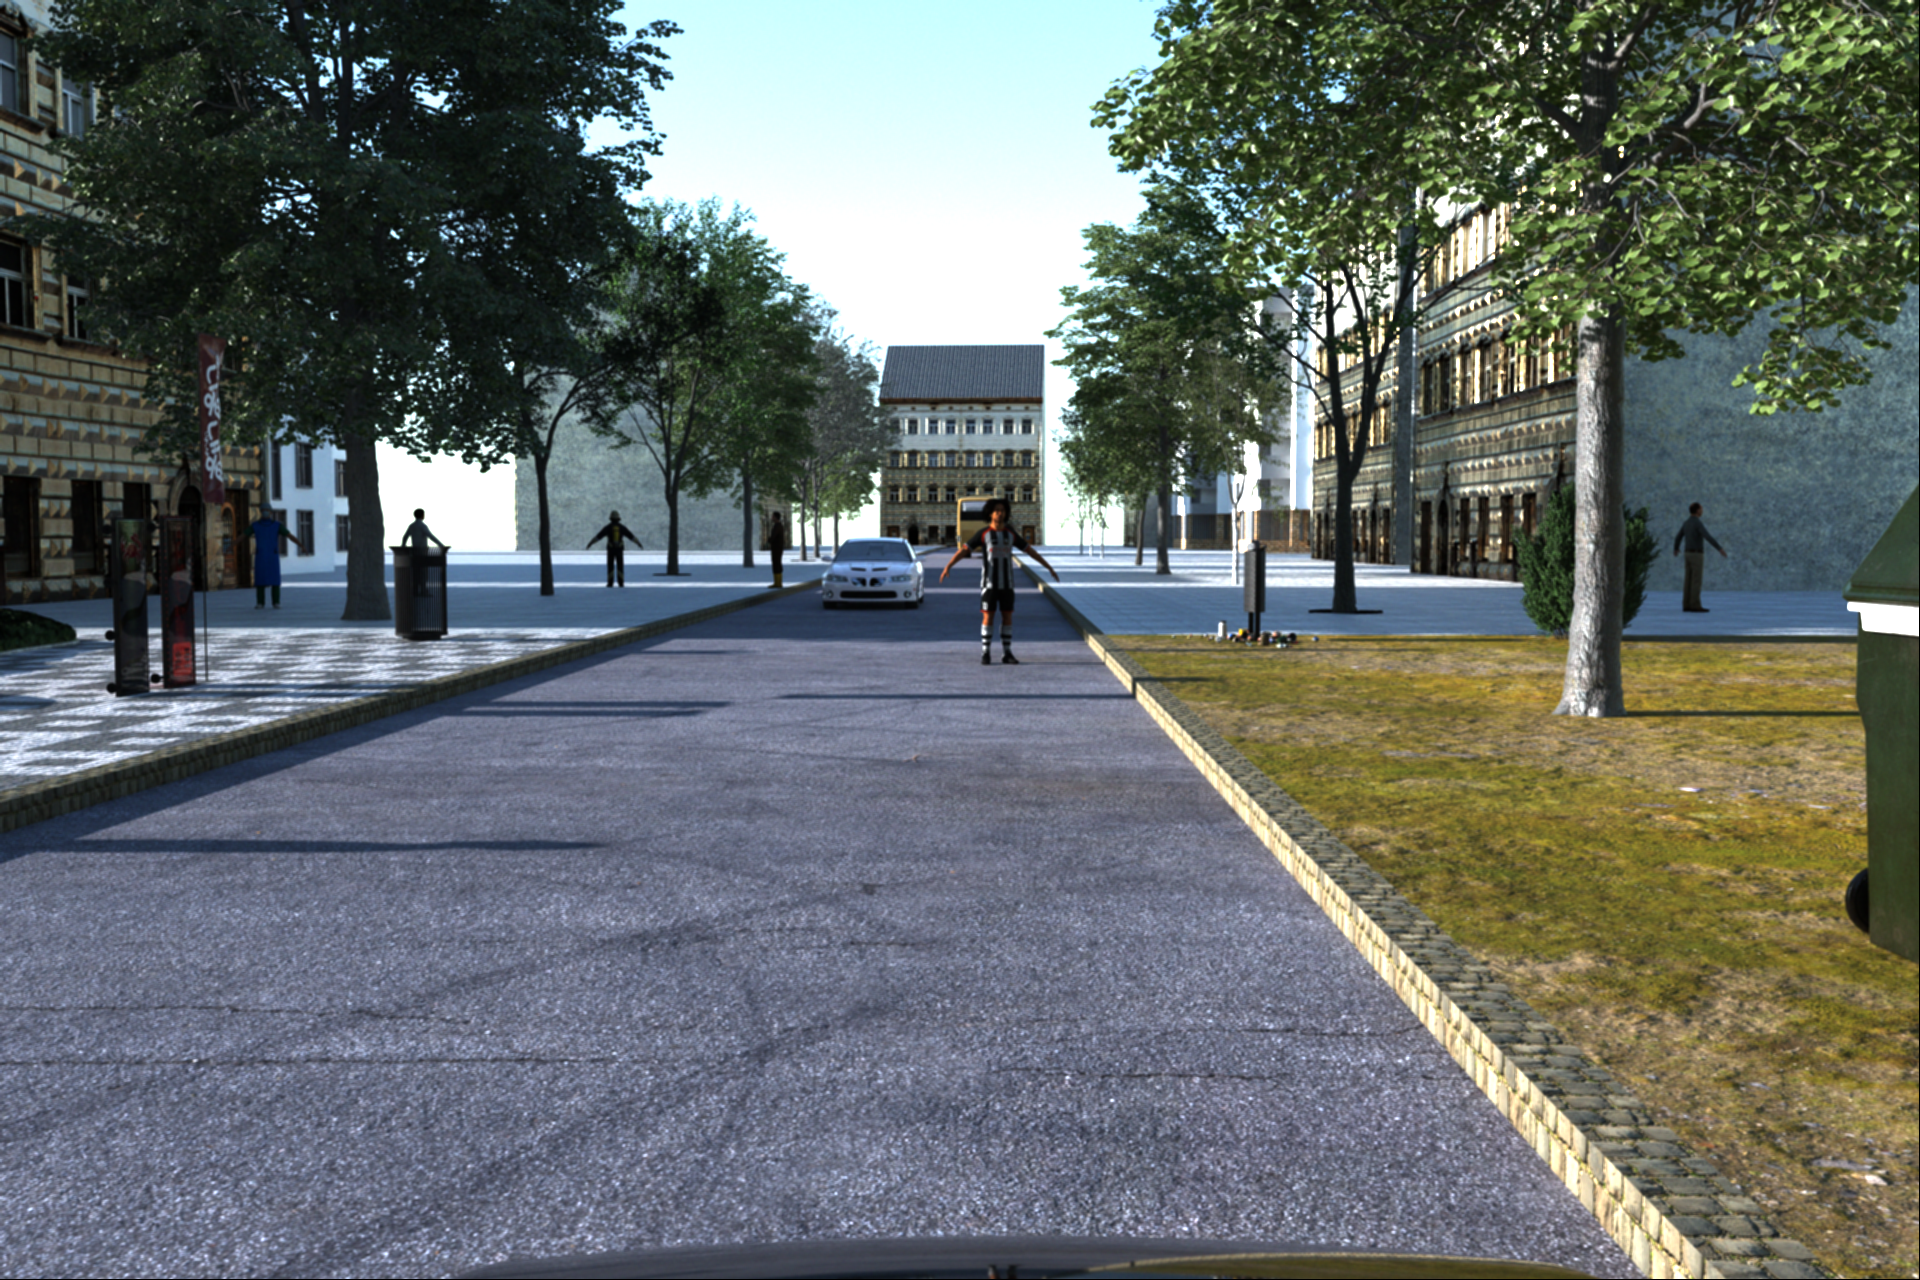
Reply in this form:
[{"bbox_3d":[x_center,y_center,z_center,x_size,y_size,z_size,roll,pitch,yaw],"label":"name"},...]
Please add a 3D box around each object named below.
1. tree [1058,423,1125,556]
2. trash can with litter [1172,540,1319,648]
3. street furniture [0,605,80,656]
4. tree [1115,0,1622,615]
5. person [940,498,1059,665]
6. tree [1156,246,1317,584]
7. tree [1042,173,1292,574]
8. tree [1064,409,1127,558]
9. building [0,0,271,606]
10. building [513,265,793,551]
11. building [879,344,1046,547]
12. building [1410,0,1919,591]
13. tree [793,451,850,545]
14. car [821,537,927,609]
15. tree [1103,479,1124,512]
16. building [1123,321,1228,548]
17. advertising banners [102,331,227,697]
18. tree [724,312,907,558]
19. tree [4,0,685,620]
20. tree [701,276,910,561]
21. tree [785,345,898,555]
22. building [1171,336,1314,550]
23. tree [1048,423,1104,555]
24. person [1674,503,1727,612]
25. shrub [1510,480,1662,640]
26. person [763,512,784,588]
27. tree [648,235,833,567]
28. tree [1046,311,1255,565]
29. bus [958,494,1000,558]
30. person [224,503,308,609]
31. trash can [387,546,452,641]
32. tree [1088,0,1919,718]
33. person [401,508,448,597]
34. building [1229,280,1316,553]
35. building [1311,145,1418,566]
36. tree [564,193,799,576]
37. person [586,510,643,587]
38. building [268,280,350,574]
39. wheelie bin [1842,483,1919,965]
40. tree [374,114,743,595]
[{"bbox_3d":[7.800,-9.112,99.344,4.737,8.622,4.395,0,3,0],"label":"tree"},{"bbox_3d":[3.449,-0.581,20.550,1.678,1.210,2.233,0,4,1],"label":"trash can with litter"},{"bbox_3d":[-11.434,-0.028,16.079,5.734,0.657,10.072,-1,4,-18],"label":"street furniture"},{"bbox_3d":[6.387,-6.248,27.910,9.928,11.665,9.643,0,3,0],"label":"tree"},{"bbox_3d":[0.421,-0.641,19.083,1.345,1.843,0.704,-1,4,-13],"label":"person"},{"bbox_3d":[7.120,-5.745,44.288,4.360,8.622,3.978,0,3,0],"label":"tree"},{"bbox_3d":[6.476,-8.338,54.451,7.486,12.596,7.792,0,3,0],"label":"tree"},{"bbox_3d":[7.565,-8.649,91.767,4.360,8.622,3.978,0,3,0],"label":"tree"},{"bbox_3d":[-26.165,-12.317,32.304,19.493,23.208,18.063,0,4,2],"label":"building"},{"bbox_3d":[-23.813,-18.781,137.997,19.493,23.208,18.063,0,4,2],"label":"building"},{"bbox_3d":[0.723,-22.410,199.790,18.063,23.208,19.493,0,4,4],"label":"building"},{"bbox_3d":[23.951,-13.223,47.132,19.493,23.208,18.063,0,4,1],"label":"building"},{"bbox_3d":[-15.572,-17.087,197.495,7.486,12.596,7.792,0,3,0],"label":"tree"},{"bbox_3d":[-1.693,-1.372,34.786,2.083,1.381,4.827,0,4,1],"label":"car"},{"bbox_3d":[20.477,-17.701,199.778,12.009,13.543,11.850,0,3,0],"label":"tree"},{"bbox_3d":[25.928,-20.653,168.598,19.493,23.208,18.063,0,4,1],"label":"building"},{"bbox_3d":[-6.578,-1.118,14.475,0.090,3.025,2.074,0,4,3],"label":"advertising banners"},{"bbox_3d":[-7.952,-11.231,93.998,12.009,13.543,11.850,0,3,0],"label":"tree"},{"bbox_3d":[-8.927,-7.271,25.540,9.857,13.997,8.962,0,3,0],"label":"tree"},{"bbox_3d":[-7.538,-10.518,82.335,12.009,13.543,11.850,0,3,0],"label":"tree"},{"bbox_3d":[-7.595,-11.378,104.153,7.486,12.596,7.792,0,3,0],"label":"tree"},{"bbox_3d":[24.160,-18.240,154.636,16.016,20.090,11.380,0,4,1],"label":"building"},{"bbox_3d":[7.350,-9.424,104.443,4.360,8.622,3.978,0,3,0],"label":"tree"},{"bbox_3d":[12.113,-1.360,28.512,0.705,1.796,1.348,-1,4,-11],"label":"person"},{"bbox_3d":[7.602,-1.041,21.063,1.661,2.075,1.752,0,3,0],"label":"shrub"},{"bbox_3d":[-4.371,-2.134,41.031,0.704,1.812,1.346,1,4,9],"label":"person"},{"bbox_3d":[-8.388,-9.046,66.033,7.486,12.596,7.792,0,3,0],"label":"tree"},{"bbox_3d":[7.492,-8.336,70.710,8.767,10.594,7.601,-2,4,-26],"label":"tree"},{"bbox_3d":[1.276,-7.034,106.549,2.896,3.916,12.252,0,4,1],"label":"bus"},{"bbox_3d":[-11.934,-1.449,29.822,1.347,1.817,0.704,-1,4,-16],"label":"person"},{"bbox_3d":[-6.523,-0.569,20.950,0.748,1.137,0.748,0,3,0],"label":"trash can"},{"bbox_3d":[4.466,-5.766,12.402,7.486,12.596,7.792,0,3,0],"label":"tree"},{"bbox_3d":[-10.989,-1.783,35.333,1.347,1.806,0.705,2,4,33],"label":"person"},{"bbox_3d":[25.457,-16.701,129.484,16.016,20.090,11.380,0,4,1],"label":"building"},{"bbox_3d":[26.979,-15.134,78.362,19.493,23.208,18.063,0,4,1],"label":"building"},{"bbox_3d":[-8.849,-7.799,53.262,9.928,11.665,9.643,0,3,0],"label":"tree"},{"bbox_3d":[-8.383,-2.221,42.090,1.354,1.856,0.705,-1,4,-17],"label":"person"},{"bbox_3d":[-25.957,-7.173,59.430,9.099,9.664,28.070,0,3,0],"label":"building"},{"bbox_3d":[3.118,0.166,5.199,0.693,1.594,0.980,0,3,0],"label":"wheelie bin"},{"bbox_3d":[-8.633,-6.236,36.370,8.767,10.594,7.601,0,4,1],"label":"tree"}]
